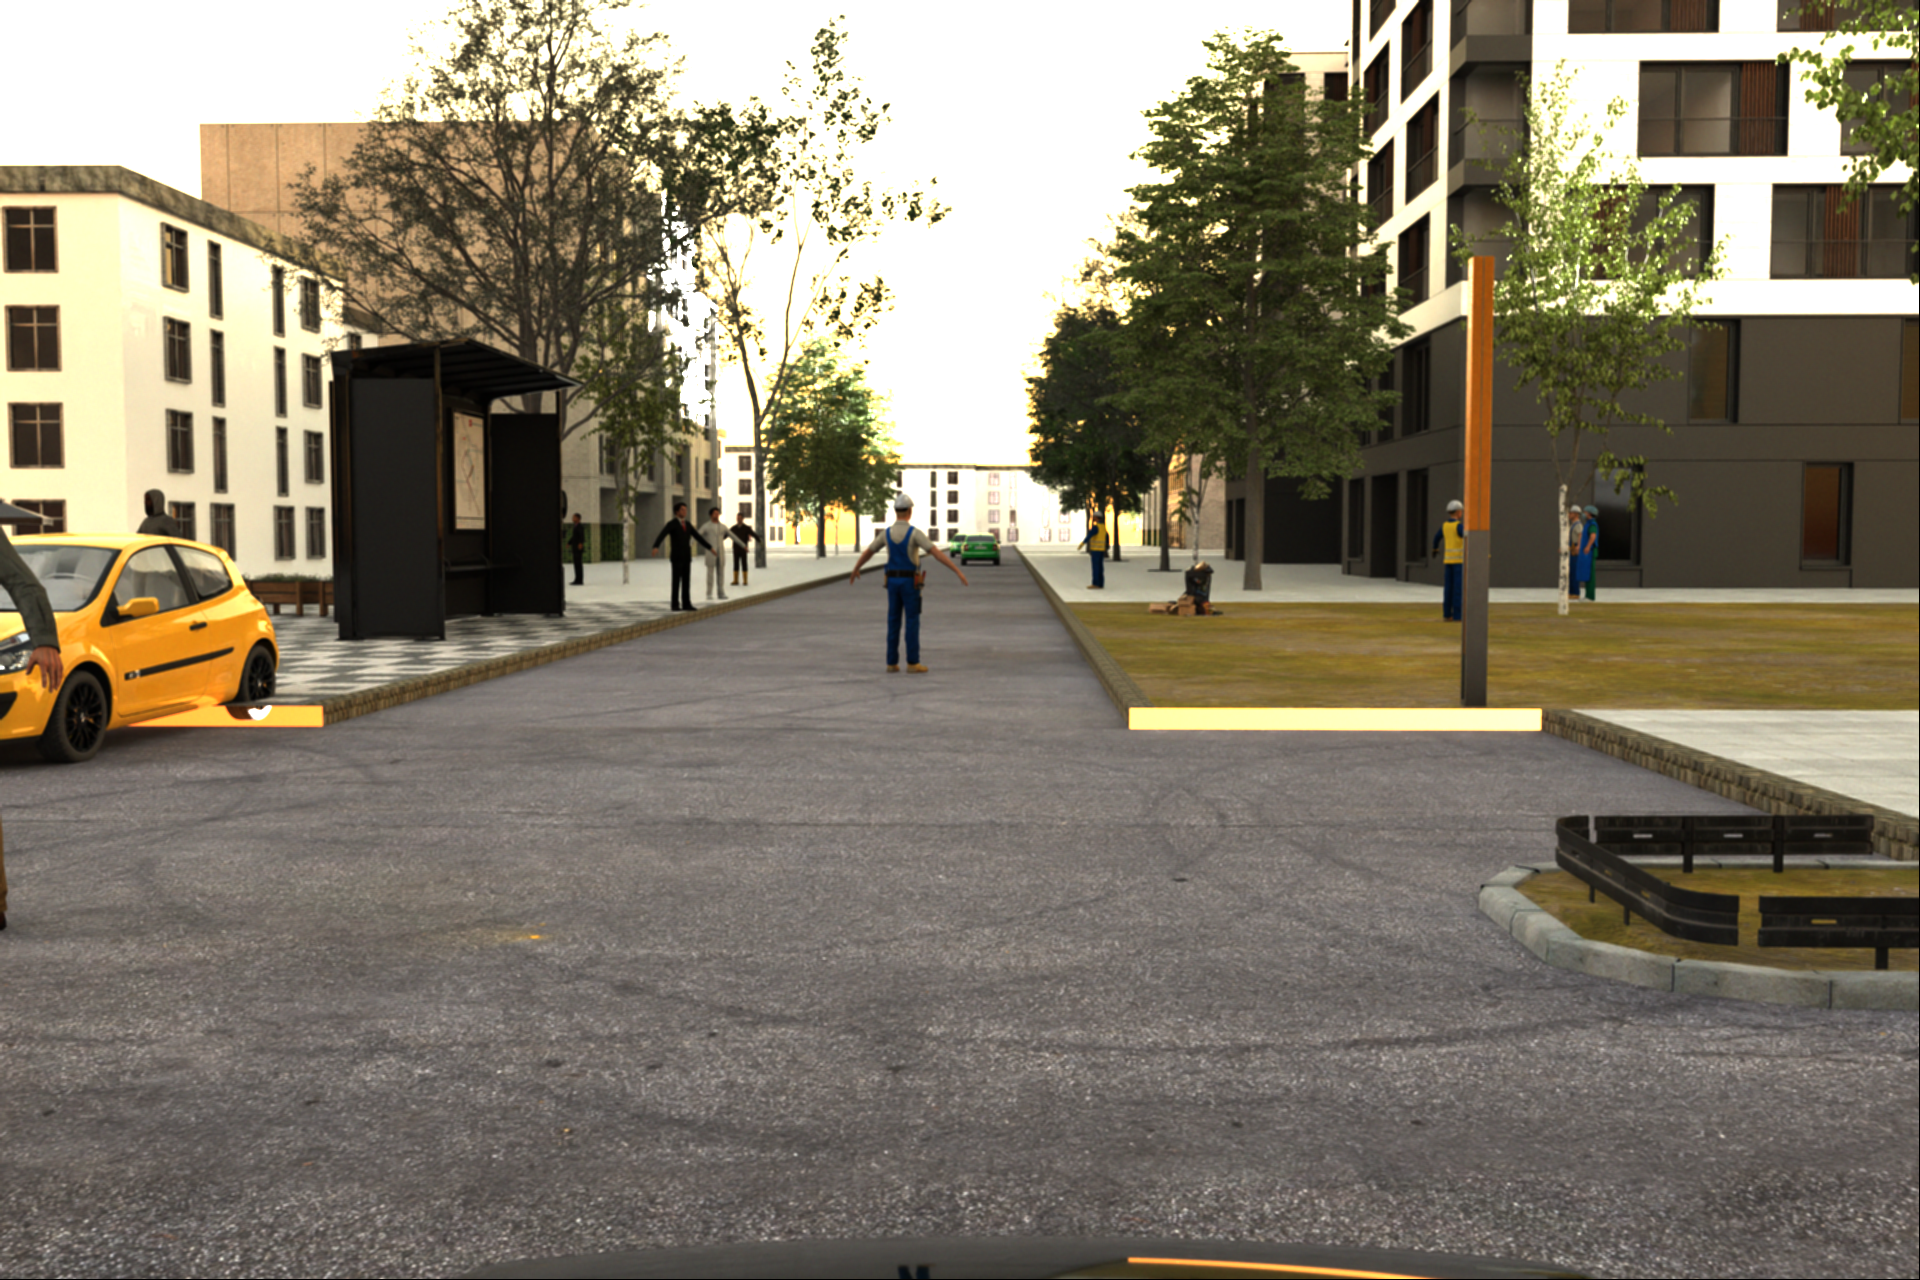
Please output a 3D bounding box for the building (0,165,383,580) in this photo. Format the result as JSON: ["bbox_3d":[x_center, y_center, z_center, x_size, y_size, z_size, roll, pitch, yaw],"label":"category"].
[{"bbox_3d":[-23.417,-6.819,53.632,9.099,9.664,28.070,0,4,1],"label":"building"}]

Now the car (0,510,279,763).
[{"bbox_3d":[-6.299,-0.113,12.068,2.015,1.641,3.980,0,4,2],"label":"car"}]

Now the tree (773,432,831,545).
[{"bbox_3d":[-19.793,-18.606,210.861,9.857,13.997,8.962,0,3,0],"label":"tree"}]

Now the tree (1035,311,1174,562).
[{"bbox_3d":[7.240,-9.495,81.006,9.928,11.665,9.643,0,3,0],"label":"tree"}]

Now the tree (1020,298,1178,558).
[{"bbox_3d":[7.667,-11.379,92.701,9.857,13.997,8.962,0,3,0],"label":"tree"}]

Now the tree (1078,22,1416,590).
[{"bbox_3d":[6.462,-7.433,39.650,7.486,12.596,7.792,0,3,0],"label":"tree"}]

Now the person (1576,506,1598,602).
[{"bbox_3d":[11.838,-1.623,32.670,0.704,1.817,1.347,1,4,16],"label":"person"}]

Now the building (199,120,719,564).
[{"bbox_3d":[-23.723,-13.692,90.318,16.747,18.905,31.486,0,4,2],"label":"building"}]

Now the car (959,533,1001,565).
[{"bbox_3d":[0.940,-4.381,80.421,1.959,1.807,4.718,0,4,0],"label":"car"}]

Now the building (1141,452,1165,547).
[{"bbox_3d":[28.789,-19.391,183.496,16.747,18.905,31.486,0,4,2],"label":"building"}]

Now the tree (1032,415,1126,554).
[{"bbox_3d":[8.436,-11.532,114.297,9.928,11.665,9.643,0,3,0],"label":"tree"}]

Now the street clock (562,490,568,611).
[{"bbox_3d":[-6.688,-1.481,28.783,0.358,2.002,0.471,0,4,2],"label":"street clock"}]

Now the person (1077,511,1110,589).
[{"bbox_3d":[3.209,-2.126,40.731,0.705,1.833,1.349,3,4,36],"label":"person"}]

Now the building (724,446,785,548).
[{"bbox_3d":[-22.452,-14.467,178.678,9.099,9.664,28.070,0,4,1],"label":"building"}]

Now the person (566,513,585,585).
[{"bbox_3d":[-9.684,-2.295,43.740,0.704,1.802,1.346,-2,4,-27],"label":"person"}]

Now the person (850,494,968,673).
[{"bbox_3d":[-0.573,-0.589,17.948,1.347,1.847,0.705,2,4,24],"label":"person"}]

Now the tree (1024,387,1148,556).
[{"bbox_3d":[7.728,-10.277,102.438,8.767,10.594,7.601,1,4,13],"label":"tree"}]

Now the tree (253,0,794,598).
[{"bbox_3d":[-8.422,-7.595,34.544,12.009,13.543,11.850,0,3,0],"label":"tree"}]

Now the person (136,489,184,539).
[{"bbox_3d":[-9.568,-0.884,20.576,1.348,1.813,0.705,2,4,32],"label":"person"}]

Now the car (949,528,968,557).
[{"bbox_3d":[0.314,-6.040,107.556,1.959,1.807,4.718,0,4,1],"label":"car"}]

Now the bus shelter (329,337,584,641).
[{"bbox_3d":[-6.695,-1.989,23.801,1.731,3.624,6.357,0,4,1],"label":"bus shelter"}]

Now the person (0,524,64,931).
[{"bbox_3d":[-3.652,0.155,6.202,1.348,1.796,0.705,2,4,23],"label":"person"}]

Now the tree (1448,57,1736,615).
[{"bbox_3d":[9.596,-4.693,27.096,4.737,8.622,4.395,0,3,0],"label":"tree"}]

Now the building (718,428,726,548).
[{"bbox_3d":[-23.507,-12.143,140.682,9.099,9.664,28.070,0,4,1],"label":"building"}]

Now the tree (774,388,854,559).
[{"bbox_3d":[-7.253,-8.391,87.548,4.737,8.622,4.395,0,3,0],"label":"tree"}]

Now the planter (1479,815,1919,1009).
[{"bbox_3d":[2.963,0.914,6.200,1.991,0.319,1.994,0,4,2],"label":"planter"}]

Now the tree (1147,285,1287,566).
[{"bbox_3d":[6.807,-6.001,48.487,4.737,8.622,4.395,0,3,0],"label":"tree"}]

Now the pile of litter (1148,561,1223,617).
[{"bbox_3d":[3.603,-0.843,27.754,1.176,0.858,1.719,0,4,1],"label":"pile of litter"}]

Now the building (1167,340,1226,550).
[{"bbox_3d":[27.945,-19.519,150.066,19.493,23.208,18.063,0,4,2],"label":"building"}]

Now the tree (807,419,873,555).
[{"bbox_3d":[-7.588,-9.431,104.565,4.360,8.622,3.978,0,3,0],"label":"tree"}]

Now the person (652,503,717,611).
[{"bbox_3d":[-4.640,-1.390,28.913,0.705,1.806,1.347,3,5,42],"label":"person"}]

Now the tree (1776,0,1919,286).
[{"bbox_3d":[9.675,-4.003,15.804,4.737,8.622,4.395,0,3,0],"label":"tree"}]

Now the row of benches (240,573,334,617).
[{"bbox_3d":[-10.572,-0.730,27.405,4.104,0.672,1.422,1,4,22],"label":"row of benches"}]

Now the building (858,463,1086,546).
[{"bbox_3d":[1.326,-16.076,207.445,28.070,9.664,9.099,0,4,-7],"label":"building"}]

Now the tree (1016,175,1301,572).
[{"bbox_3d":[6.986,-9.109,59.308,12.009,13.543,11.850,0,3,0],"label":"tree"}]

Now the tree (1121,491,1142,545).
[{"bbox_3d":[20.648,-15.538,204.414,4.737,8.622,4.395,0,3,0],"label":"tree"}]

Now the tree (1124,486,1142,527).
[{"bbox_3d":[23.141,-17.871,210.314,7.486,12.596,7.792,0,3,0],"label":"tree"}]

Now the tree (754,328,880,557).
[{"bbox_3d":[-7.910,-10.856,95.620,7.486,12.596,7.792,0,3,0],"label":"tree"}]

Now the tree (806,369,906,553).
[{"bbox_3d":[-7.350,-12.331,119.739,7.486,12.596,7.792,0,3,0],"label":"tree"}]

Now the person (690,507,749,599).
[{"bbox_3d":[-4.820,-1.712,34.184,1.347,1.806,0.705,-2,4,-30],"label":"person"}]

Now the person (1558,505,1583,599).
[{"bbox_3d":[12.058,-1.727,34.095,0.705,1.847,1.347,0,4,5],"label":"person"}]

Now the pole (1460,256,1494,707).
[{"bbox_3d":[3.839,-1.163,12.855,0.158,3.312,0.155,0,3,0],"label":"pole"}]

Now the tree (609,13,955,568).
[{"bbox_3d":[-6.862,-12.729,64.002,12.611,20.169,13.585,0,3,0],"label":"tree"}]

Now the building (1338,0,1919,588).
[{"bbox_3d":[26.105,-12.985,56.285,27.936,21.610,32.646,0,4,1],"label":"building"}]

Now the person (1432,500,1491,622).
[{"bbox_3d":[7.295,-1.152,25.297,0.721,1.772,1.216,-2,4,-24],"label":"person"}]

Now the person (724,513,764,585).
[{"bbox_3d":[-5.534,-2.288,43.548,1.346,1.812,0.704,1,4,12],"label":"person"}]

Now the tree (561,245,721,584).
[{"bbox_3d":[-8.383,-5.753,44.423,4.737,8.622,4.395,0,3,0],"label":"tree"}]

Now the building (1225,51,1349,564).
[{"bbox_3d":[27.499,-15.025,89.639,27.936,21.610,32.646,0,4,2],"label":"building"}]
